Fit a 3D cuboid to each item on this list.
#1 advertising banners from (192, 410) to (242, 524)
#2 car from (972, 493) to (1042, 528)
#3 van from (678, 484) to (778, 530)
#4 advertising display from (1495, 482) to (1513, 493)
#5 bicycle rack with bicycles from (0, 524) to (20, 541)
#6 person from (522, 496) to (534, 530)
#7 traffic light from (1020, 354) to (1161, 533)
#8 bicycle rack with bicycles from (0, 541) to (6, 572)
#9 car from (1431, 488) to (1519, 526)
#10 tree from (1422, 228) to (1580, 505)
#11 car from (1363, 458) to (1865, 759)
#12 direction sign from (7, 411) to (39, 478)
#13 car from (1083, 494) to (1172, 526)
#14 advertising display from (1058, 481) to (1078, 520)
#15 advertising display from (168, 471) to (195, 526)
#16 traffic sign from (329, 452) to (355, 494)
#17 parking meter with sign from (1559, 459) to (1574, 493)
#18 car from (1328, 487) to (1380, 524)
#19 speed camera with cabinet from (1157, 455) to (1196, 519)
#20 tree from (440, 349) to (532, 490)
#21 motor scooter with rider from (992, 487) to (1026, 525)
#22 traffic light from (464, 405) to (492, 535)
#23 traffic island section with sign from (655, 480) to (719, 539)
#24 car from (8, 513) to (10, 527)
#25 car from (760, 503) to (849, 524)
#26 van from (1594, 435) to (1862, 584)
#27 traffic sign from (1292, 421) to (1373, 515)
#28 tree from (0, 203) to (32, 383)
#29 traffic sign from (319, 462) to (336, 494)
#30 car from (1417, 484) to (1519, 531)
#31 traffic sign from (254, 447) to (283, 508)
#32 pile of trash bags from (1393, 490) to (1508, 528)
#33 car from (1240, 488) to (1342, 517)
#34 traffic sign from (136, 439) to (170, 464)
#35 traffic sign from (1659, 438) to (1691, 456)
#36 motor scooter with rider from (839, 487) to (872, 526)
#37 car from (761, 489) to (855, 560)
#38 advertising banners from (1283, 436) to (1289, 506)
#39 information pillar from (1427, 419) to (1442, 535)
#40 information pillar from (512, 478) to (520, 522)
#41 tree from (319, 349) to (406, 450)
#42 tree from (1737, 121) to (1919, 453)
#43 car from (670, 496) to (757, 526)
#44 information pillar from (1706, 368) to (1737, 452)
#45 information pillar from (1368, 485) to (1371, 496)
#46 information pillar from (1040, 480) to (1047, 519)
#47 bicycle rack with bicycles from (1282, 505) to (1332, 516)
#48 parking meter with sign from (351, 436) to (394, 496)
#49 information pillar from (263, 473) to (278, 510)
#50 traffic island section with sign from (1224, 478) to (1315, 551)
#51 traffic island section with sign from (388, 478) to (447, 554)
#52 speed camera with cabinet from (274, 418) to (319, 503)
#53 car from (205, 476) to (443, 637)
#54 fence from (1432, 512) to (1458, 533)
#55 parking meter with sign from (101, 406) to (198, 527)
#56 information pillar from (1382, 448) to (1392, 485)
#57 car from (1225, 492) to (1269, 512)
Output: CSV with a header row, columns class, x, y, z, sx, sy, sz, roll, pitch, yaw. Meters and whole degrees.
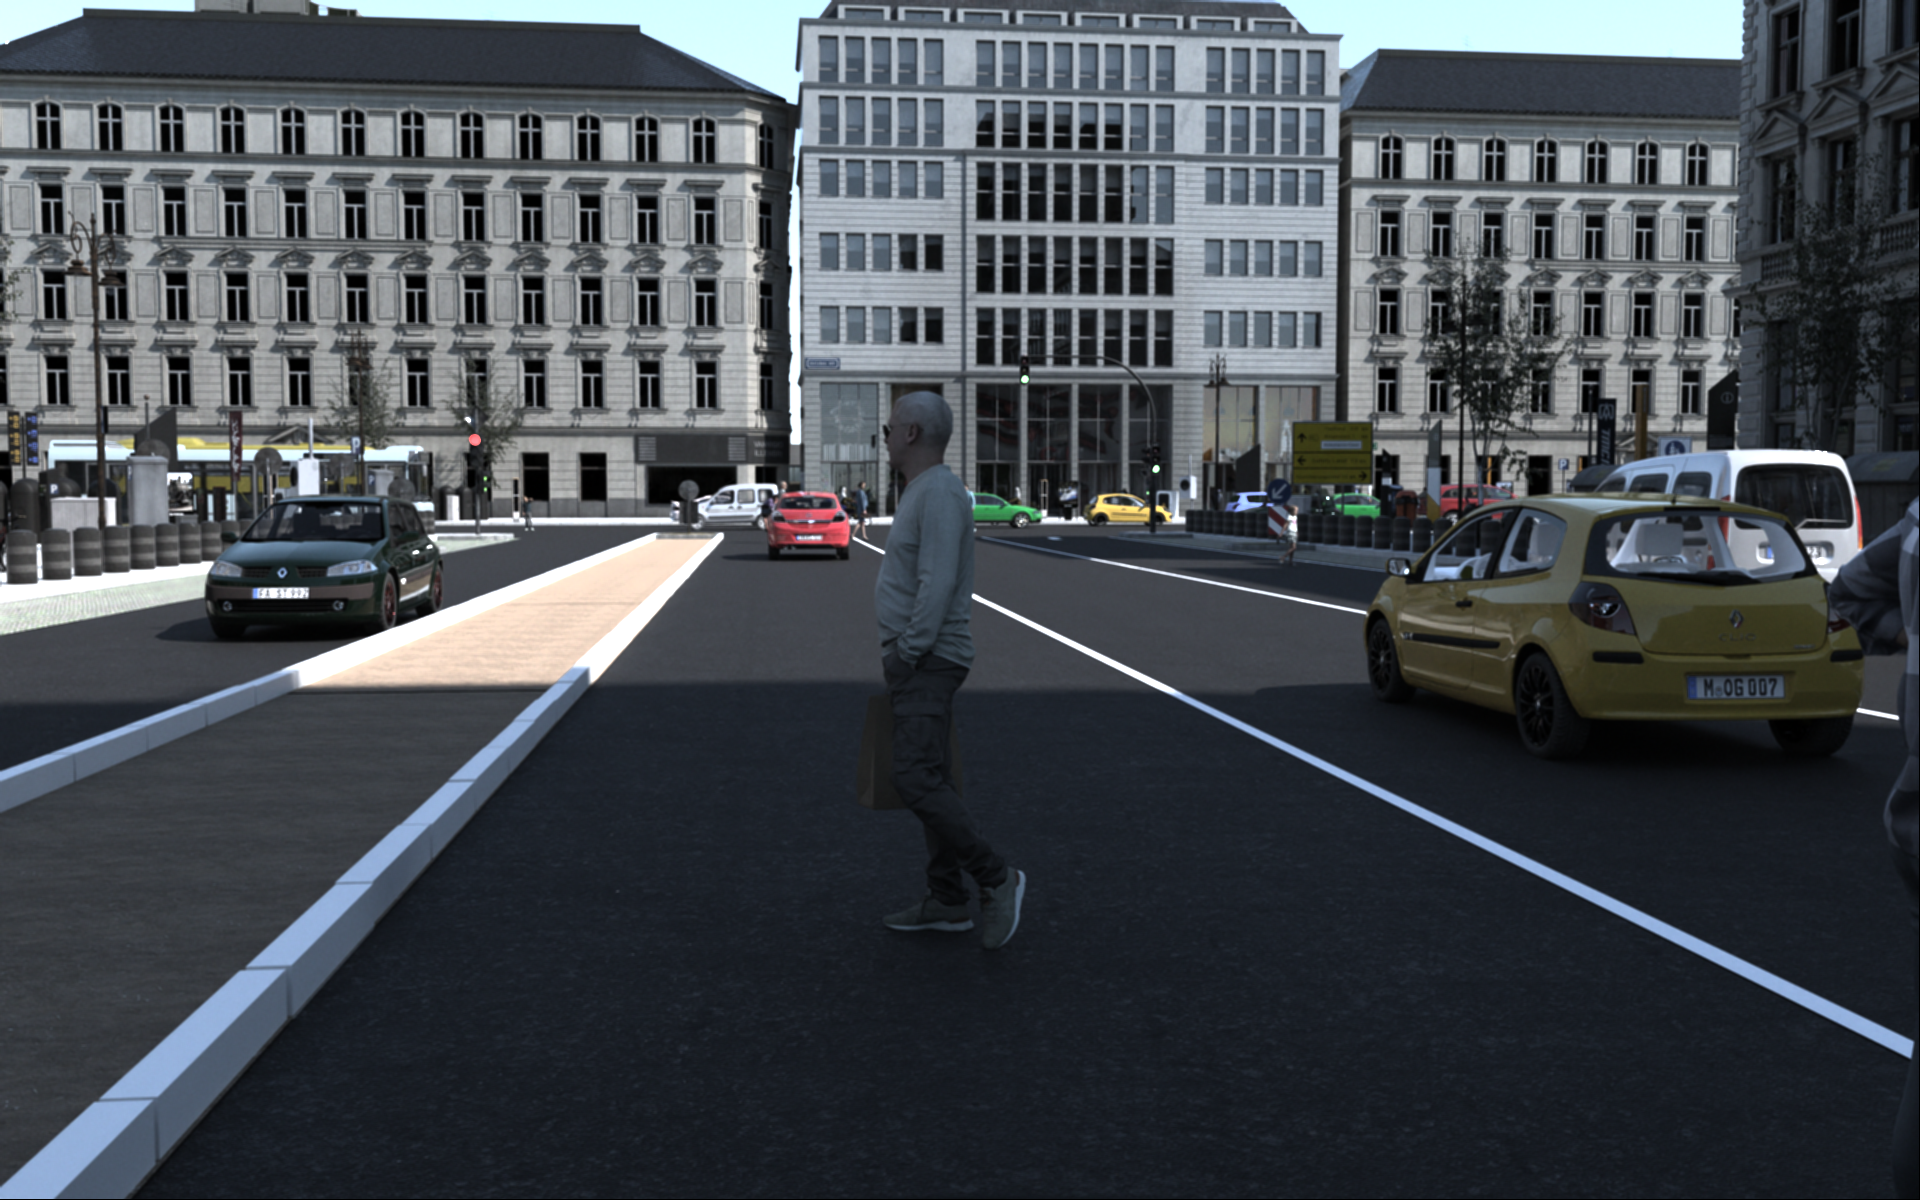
class,x,y,z,sx,sy,sz,roll,pitch,yaw
advertising banners,-15.782,-2.488,36.861,2.074,3.025,0.090,3,4,39
car,1.112,-3.932,73.080,4.718,1.807,1.959,0,4,-7
van,-9.208,-3.810,69.300,4.112,2.044,2.013,0,4,-7
advertising display,28.001,-5.133,89.132,0.123,1.923,0.974,-3,5,-41
bicycle rack with bicycles,-27.475,-2.368,52.107,2.852,0.926,2.925,0,4,8
person,-17.002,-3.411,68.180,0.435,1.345,0.340,-1,4,-13
traffic light,4.274,-5.021,56.759,4.771,5.953,1.251,0,4,-6
bicycle rack with bicycles,-16.186,-0.902,28.137,2.852,0.926,2.925,0,4,7
car,20.397,-3.580,67.335,4.718,1.807,1.959,0,4,-7
tree,14.585,-5.967,47.928,4.360,8.622,3.978,0,3,0
car,3.835,-0.038,10.846,2.015,1.641,3.980,0,4,-5
direction sign,-25.753,-3.405,47.675,0.379,3.537,0.876,2,4,25
car,7.540,-4.139,77.889,3.980,1.641,2.015,0,4,-7
advertising display,5.277,-4.839,84.335,0.974,1.923,0.123,1,4,13
advertising display,-22.241,-2.684,49.101,0.974,1.923,0.123,-2,4,-28
traffic sign,-18.927,-3.239,53.066,0.768,2.556,0.104,0,4,-5
parking meter with sign,30.660,-5.517,86.456,1.738,3.016,0.543,-2,4,-32
car,16.597,-3.881,72.253,4.718,1.807,1.959,0,4,-8
speed camera with cabinet,10.935,-5.704,87.591,2.038,3.252,0.660,3,5,40
tree,-24.393,-8.481,89.026,4.360,8.622,3.978,0,3,0
motor scooter with rider,2.348,-4.319,79.583,1.986,1.779,0.876,0,4,-7
traffic light,-15.227,-4.021,54.671,0.839,4.253,0.868,0,4,-6
traffic island section with sign,-8.765,-2.914,55.775,2.006,1.907,1.989,0,4,-6
car,-35.233,-3.450,68.767,4.827,1.381,2.083,0,4,-7
car,-6.588,-3.657,72.366,3.894,1.354,1.945,0,4,-5
van,7.347,-0.657,17.758,2.013,2.044,4.112,0,4,-8
traffic sign,10.422,-3.344,48.551,2.265,3.308,0.079,0,4,0
tree,-21.072,-5.154,34.628,4.360,8.622,3.978,0,3,0
traffic sign,-19.915,-3.199,54.430,0.606,2.300,0.079,0,4,-5
car,19.586,-3.438,64.888,5.304,1.827,2.281,0,4,-5
traffic sign,-18.763,-2.867,46.987,0.768,2.556,0.104,0,4,-1
pile of trash bags,12.166,-1.950,41.633,3.447,1.369,1.912,1,4,23
car,12.053,-3.310,63.898,4.222,1.686,2.009,-1,4,-8
traffic sign,-18.660,-2.444,40.067,0.768,2.556,0.104,0,4,-5
traffic sign,12.754,-1.765,30.990,0.606,2.300,0.079,0,4,-1
motor scooter with rider,-4.953,-4.212,77.824,1.986,1.779,0.876,0,4,-8
car,-3.427,-1.842,39.149,2.155,1.783,4.494,0,4,-5
advertising banners,9.629,-3.360,51.128,0.090,3.025,2.074,1,4,15
information pillar,14.884,-3.851,54.313,0.183,3.616,0.504,-2,4,-34
information pillar,-20.687,-4.659,80.668,0.304,2.012,0.304,-1,4,-20
tree,-29.721,-8.352,86.921,4.360,8.622,3.978,0,3,0
tree,17.913,-5.203,35.433,4.360,8.622,3.978,0,3,0
car,-10.584,-4.004,77.822,4.827,1.381,2.083,-1,4,-8
information pillar,14.180,-2.503,32.278,0.504,3.616,0.183,1,4,15
information pillar,21.093,-5.981,89.137,0.183,3.616,0.504,2,4,23
information pillar,4.332,-5.228,89.968,0.304,2.012,0.304,-2,4,-24
bicycle rack with bicycles,10.817,-2.511,54.438,2.925,0.926,2.852,-3,5,-41
parking meter with sign,-17.718,-3.475,53.071,0.543,3.016,1.738,3,4,36
information pillar,-20.745,-2.913,52.121,0.304,2.012,0.304,1,4,17
traffic island section with sign,7.848,-2.186,44.372,1.989,1.847,2.006,0,4,-6
traffic island section with sign,-13.426,-2.012,41.525,1.989,1.847,2.006,0,4,-6
speed camera with cabinet,-17.524,-3.142,45.712,0.660,3.252,2.038,-3,4,-38
car,-6.746,-0.542,18.650,2.009,1.686,4.222,0,4,-6
fence,16.575,-2.547,57.020,2.069,0.683,0.278,3,5,43
parking meter with sign,-16.342,-2.363,34.895,1.738,3.016,0.543,-3,4,-39
information pillar,21.722,-5.926,88.241,0.504,3.616,0.183,2,4,33
car,13.867,-4.202,78.291,3.694,1.707,1.945,0,4,-7
